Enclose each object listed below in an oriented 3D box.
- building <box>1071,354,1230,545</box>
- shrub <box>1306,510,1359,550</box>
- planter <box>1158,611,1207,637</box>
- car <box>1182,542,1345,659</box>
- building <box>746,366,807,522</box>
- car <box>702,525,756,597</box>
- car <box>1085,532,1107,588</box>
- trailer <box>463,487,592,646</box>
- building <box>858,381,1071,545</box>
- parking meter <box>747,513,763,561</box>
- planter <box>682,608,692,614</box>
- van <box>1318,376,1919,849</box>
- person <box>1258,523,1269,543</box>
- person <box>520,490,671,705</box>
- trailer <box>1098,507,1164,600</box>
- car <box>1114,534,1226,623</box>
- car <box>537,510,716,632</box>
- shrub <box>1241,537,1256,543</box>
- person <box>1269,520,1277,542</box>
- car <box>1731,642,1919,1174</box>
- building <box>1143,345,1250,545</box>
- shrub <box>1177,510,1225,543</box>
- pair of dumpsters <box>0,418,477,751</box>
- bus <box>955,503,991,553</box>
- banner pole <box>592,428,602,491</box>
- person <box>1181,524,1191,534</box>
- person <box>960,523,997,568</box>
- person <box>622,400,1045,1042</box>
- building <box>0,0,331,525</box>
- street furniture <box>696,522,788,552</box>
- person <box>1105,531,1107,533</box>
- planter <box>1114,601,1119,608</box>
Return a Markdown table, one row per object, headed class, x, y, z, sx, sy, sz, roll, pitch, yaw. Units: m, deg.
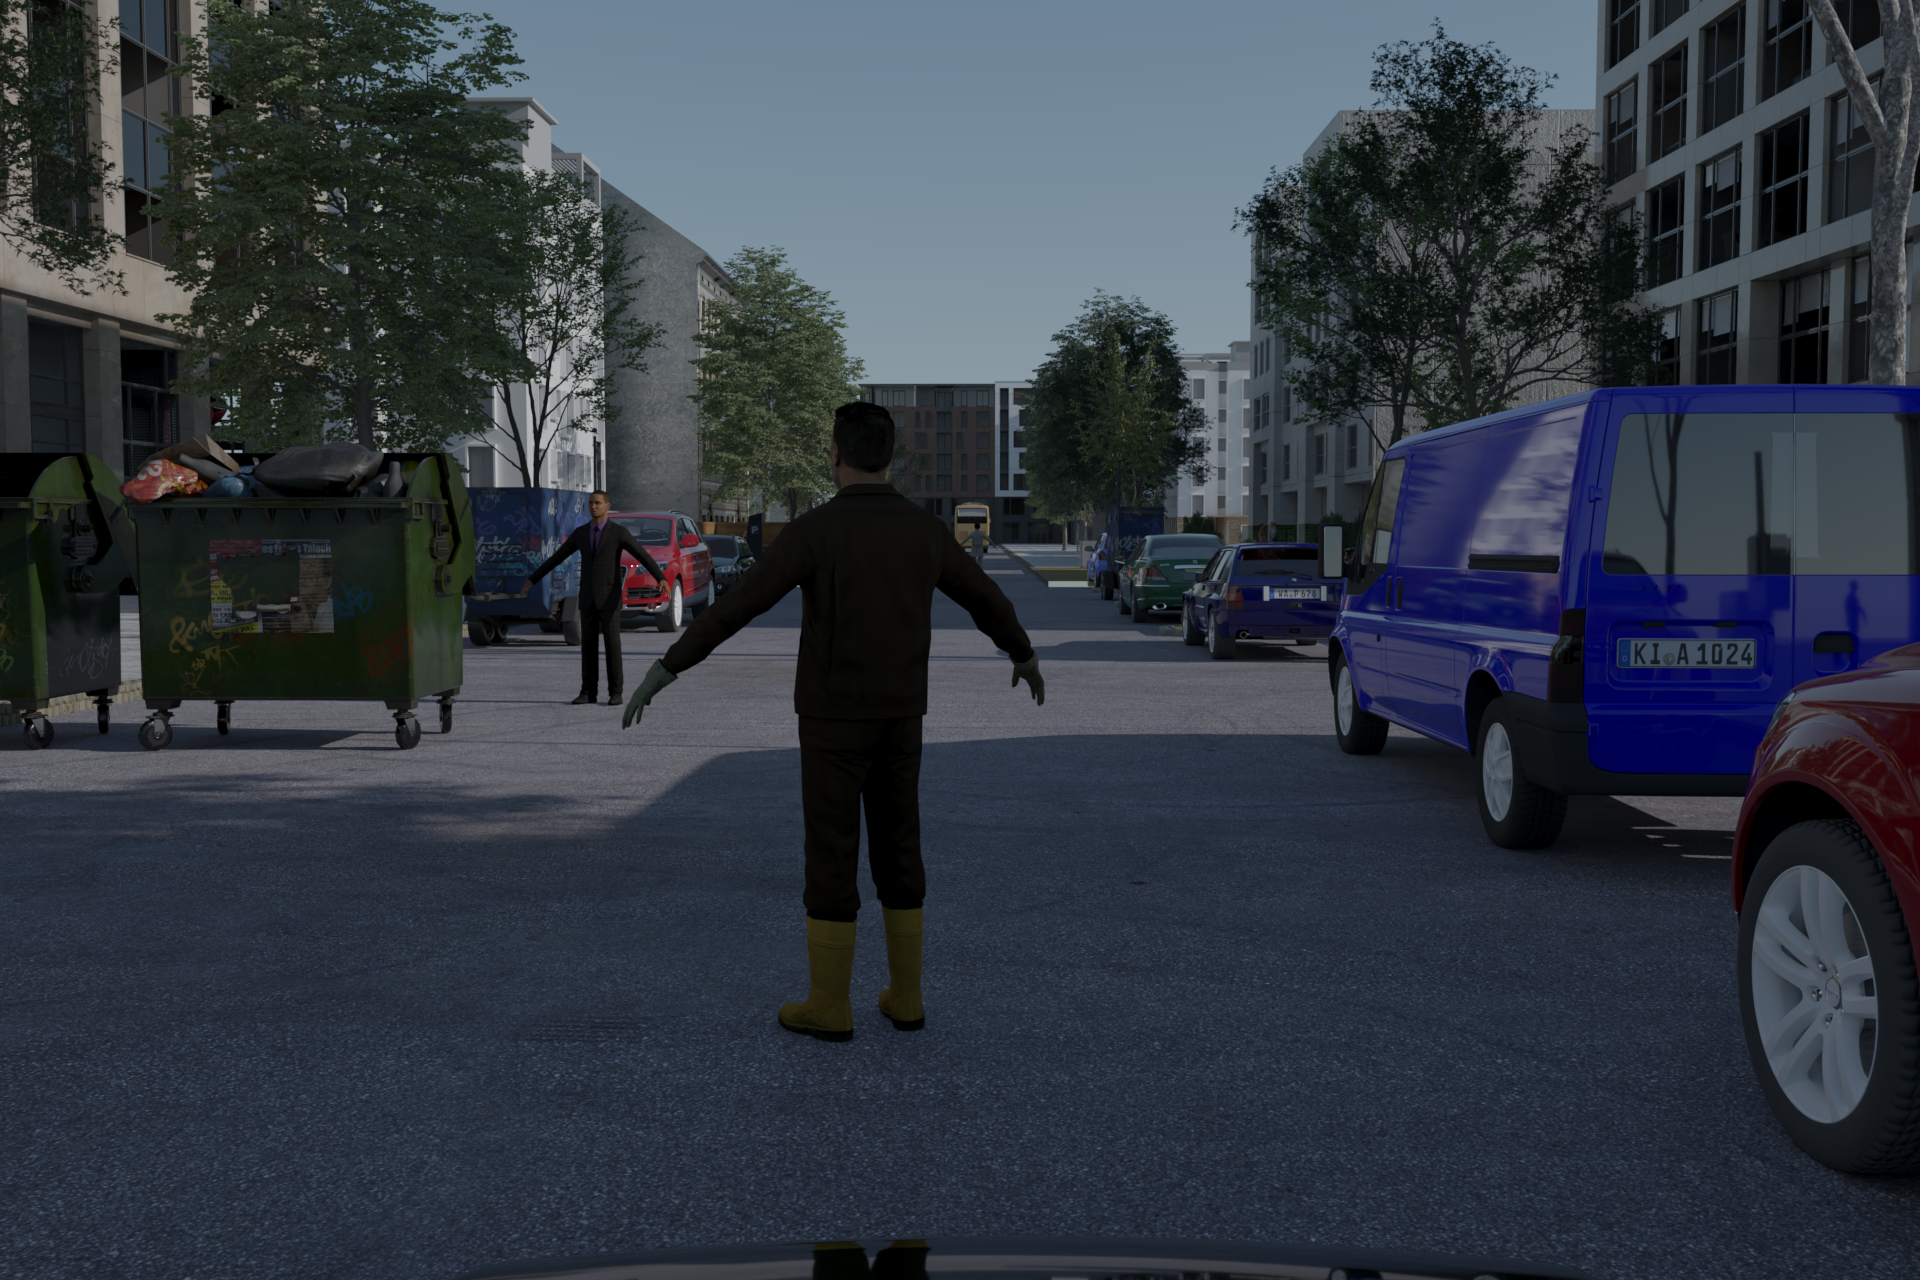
| class | x | y | z | sx | sy | sz | roll | pitch | yaw |
| --- | --- | --- | --- | --- | --- | --- | --- | --- | --- |
| building | 27.482 | -22.547 | 212.618 | 27.936 | 21.610 | 32.646 | 0 | 4 | 1 |
| shrub | 11.509 | -2.993 | 53.361 | 1.690 | 2.028 | 1.600 | 0 | 3 | 0 |
| planter | 3.888 | -0.231 | 24.910 | 1.991 | 0.319 | 1.994 | 0 | 4 | 0 |
| car | 3.738 | -0.523 | 21.126 | 1.945 | 1.354 | 3.894 | 0 | 4 | 0 |
| building | -25.574 | -21.035 | 174.857 | 19.493 | 23.208 | 18.063 | 0 | 4 | 2 |
| car | -5.413 | -1.693 | 37.467 | 2.009 | 1.686 | 4.222 | 0 | 4 | 1 |
| car | 4.327 | -2.246 | 46.306 | 1.945 | 1.707 | 3.694 | 0 | 4 | 0 |
| trailer | -5.545 | -0.901 | 21.785 | 1.471 | 1.999 | 3.904 | 0 | 4 | 1 |
| building | 2.672 | -24.305 | 243.821 | 32.646 | 21.610 | 27.936 | 0 | 4 | 1 |
| parking meter | -5.588 | -2.535 | 47.159 | 0.399 | 1.863 | 0.255 | 0 | 4 | 1 |
| planter | -5.681 | -0.669 | 32.071 | 1.991 | 0.319 | 1.994 | 0 | 4 | 2 |
| van | 3.398 | -0.314 | 9.515 | 2.240 | 2.365 | 5.245 | 0 | 4 | 1 |
| person | 12.870 | -4.070 | 73.344 | 0.721 | 1.733 | 1.217 | 2 | 4 | 26 |
| person | -3.041 | -0.361 | 14.578 | 1.346 | 1.802 | 0.704 | 1 | 4 | 12 |
| trailer | 3.809 | -1.923 | 38.491 | 1.471 | 1.999 | 3.904 | 0 | 4 | 0 |
| car | 3.720 | -1.076 | 29.394 | 2.131 | 1.459 | 4.920 | 0 | 4 | 1 |
| car | -5.089 | -1.116 | 26.919 | 2.281 | 1.827 | 5.304 | 0 | 4 | 1 |
| shrub | 10.430 | -3.142 | 62.481 | 1.383 | 1.207 | 1.383 | 0 | 3 | 0 |
| person | 12.422 | -3.853 | 68.846 | 0.705 | 1.847 | 1.347 | 1 | 4 | 12 |
| car | 2.941 | 0.390 | 2.292 | 2.281 | 1.827 | 5.304 | 0 | 4 | 0 |
| building | 24.185 | -19.881 | 181.468 | 16.016 | 20.090 | 11.380 | 0 | 4 | 0 |
| shrub | 7.259 | -2.952 | 52.689 | 1.690 | 2.028 | 1.600 | 0 | 3 | 0 |
| pair of dumpsters | -5.705 | -0.423 | 11.873 | 4.436 | 2.255 | 1.574 | 0 | 4 | 1 |
| bus | 0.972 | -8.753 | 134.656 | 2.896 | 3.916 | 12.252 | 0 | 4 | 1 |
| banner pole | -8.579 | -3.121 | 41.038 | 0.401 | 3.779 | 0.863 | 0 | 4 | 2 |
| person | 10.869 | -4.658 | 82.291 | 1.348 | 1.813 | 0.705 | -2 | 4 | -23 |
| person | 0.566 | -2.984 | 57.439 | 1.347 | 1.806 | 0.705 | 0 | 4 | -7 |
| person | -0.295 | 0.220 | 4.999 | 1.346 | 1.812 | 0.704 | -2 | 4 | -29 |
| building | -31.644 | -16.631 | 38.140 | 22.709 | 31.103 | 35.509 | 0 | 4 | 0 |
| street furniture | -8.659 | -3.494 | 63.985 | 11.010 | 1.723 | 9.812 | 1 | 4 | 20 |
| person | 6.462 | -4.035 | 75.239 | 0.599 | 1.433 | 0.991 | 3 | 4 | 36 |
| planter | 4.066 | -0.800 | 34.226 | 1.991 | 0.319 | 1.994 | 0 | 4 | 2 |
